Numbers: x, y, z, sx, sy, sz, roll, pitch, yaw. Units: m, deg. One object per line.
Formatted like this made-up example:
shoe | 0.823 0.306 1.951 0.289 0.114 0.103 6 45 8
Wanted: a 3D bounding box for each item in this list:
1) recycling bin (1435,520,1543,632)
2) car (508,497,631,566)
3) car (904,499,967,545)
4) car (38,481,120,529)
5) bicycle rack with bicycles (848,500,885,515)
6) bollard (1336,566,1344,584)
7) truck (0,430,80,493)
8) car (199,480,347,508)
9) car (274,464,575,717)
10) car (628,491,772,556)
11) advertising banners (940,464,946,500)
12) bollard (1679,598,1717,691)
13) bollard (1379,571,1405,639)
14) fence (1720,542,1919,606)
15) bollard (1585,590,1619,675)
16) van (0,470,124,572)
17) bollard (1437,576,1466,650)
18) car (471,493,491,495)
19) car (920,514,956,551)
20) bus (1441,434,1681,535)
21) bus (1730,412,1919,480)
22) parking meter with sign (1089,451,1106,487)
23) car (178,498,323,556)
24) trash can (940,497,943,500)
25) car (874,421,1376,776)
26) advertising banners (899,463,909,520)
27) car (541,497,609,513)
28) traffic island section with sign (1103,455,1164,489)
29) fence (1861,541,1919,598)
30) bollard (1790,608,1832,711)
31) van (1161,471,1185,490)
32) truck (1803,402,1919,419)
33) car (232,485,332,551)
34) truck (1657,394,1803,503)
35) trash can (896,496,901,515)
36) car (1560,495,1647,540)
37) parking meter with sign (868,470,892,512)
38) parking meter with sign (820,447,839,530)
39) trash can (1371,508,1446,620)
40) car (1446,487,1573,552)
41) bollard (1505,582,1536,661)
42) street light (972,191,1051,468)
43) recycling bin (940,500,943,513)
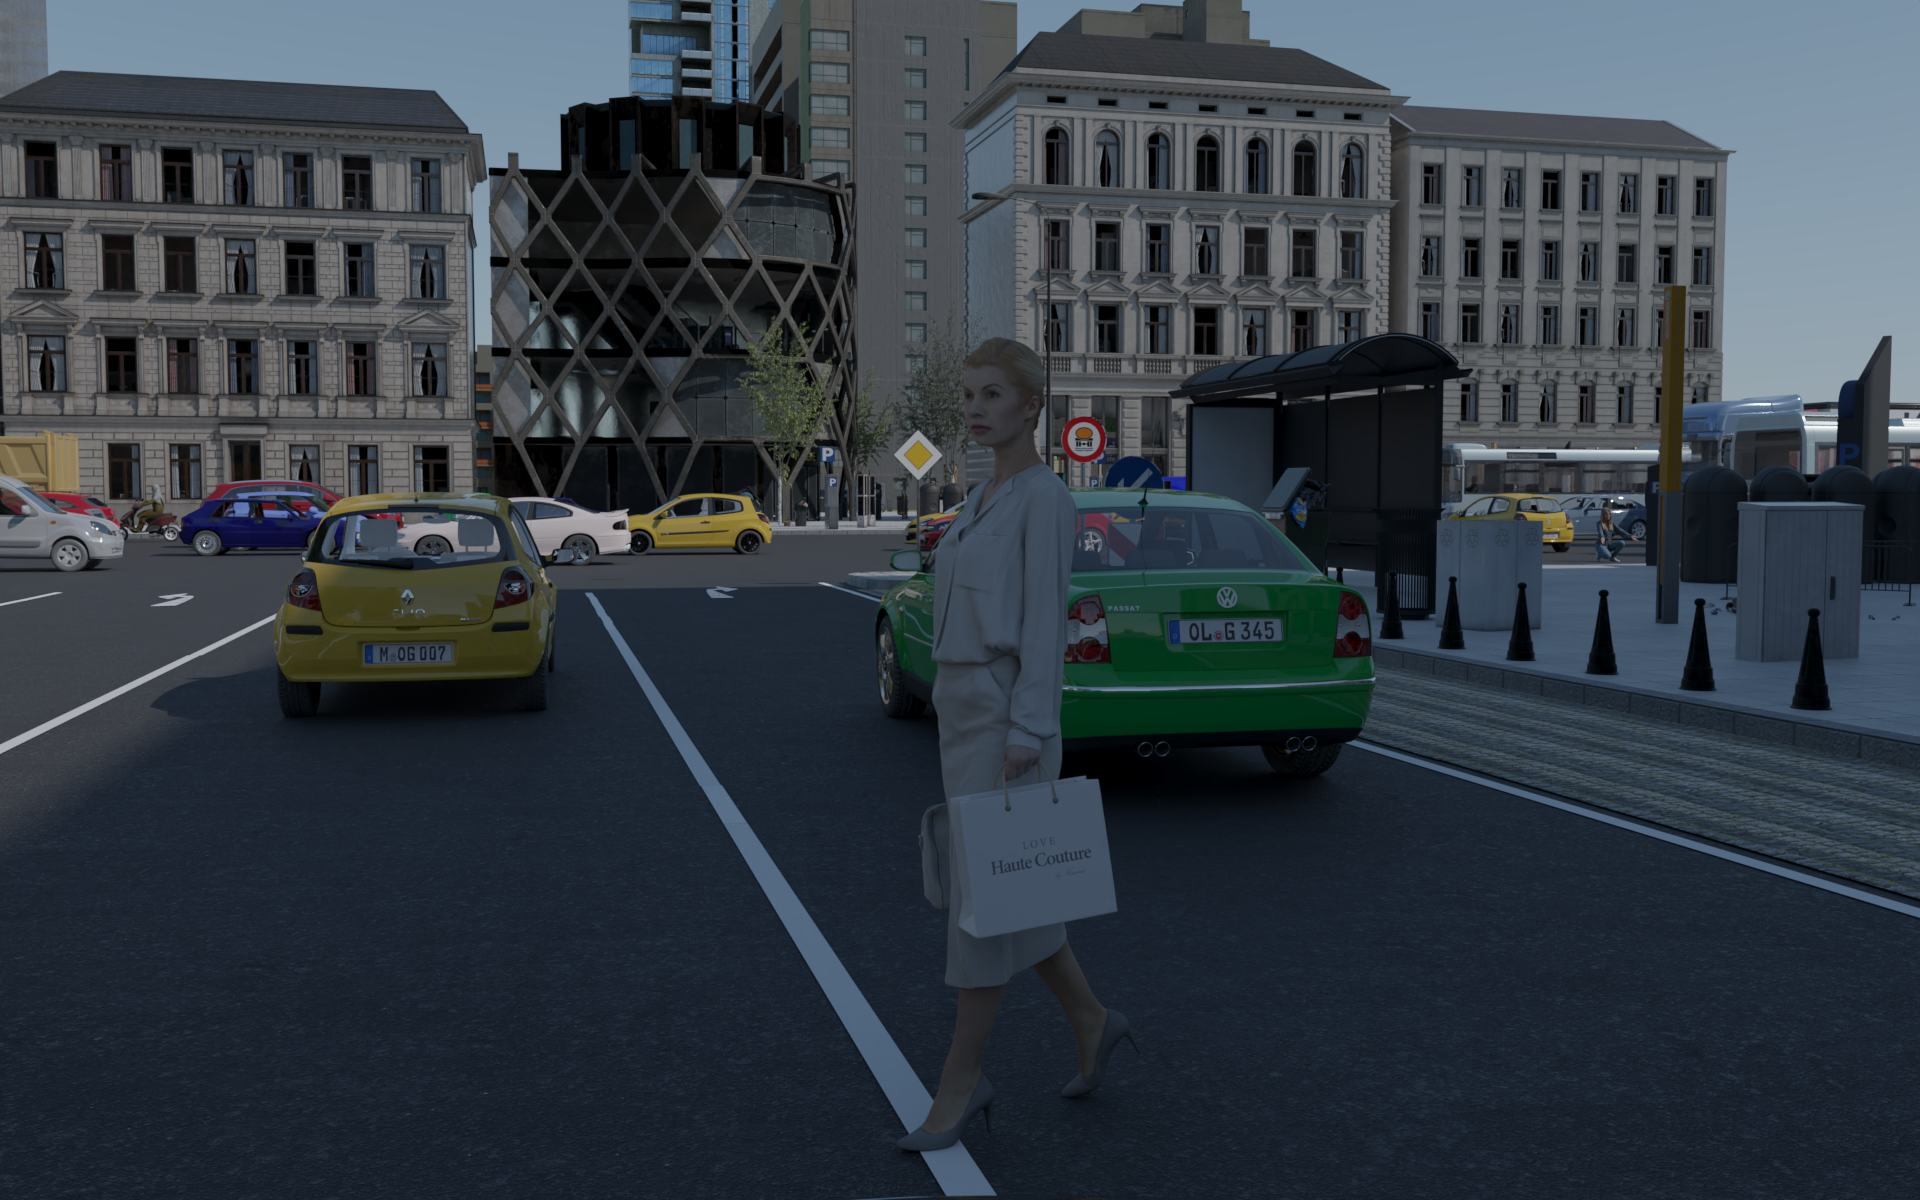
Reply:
recycling bin | 5.059 -0.246 16.568 0.722 1.027 0.722 -2 4 -26
car | -9.111 -1.387 35.042 4.827 1.381 2.083 -1 4 -15
car | 0.565 -2.072 44.095 3.980 1.641 2.015 -1 4 -12
car | -23.119 -2.047 42.511 4.494 1.783 2.155 -1 4 -13
bicycle rack with bicycles | -6.794 -6.295 116.307 2.925 0.926 2.852 1 4 22
bollard | 3.586 -0.020 16.372 0.229 0.601 0.229 0 3 0
truck | -29.418 -3.112 46.811 9.791 3.379 3.469 -1 4 -13
car | -17.883 -2.351 47.109 5.304 1.827 2.281 -1 4 -15
car | -3.854 -0.151 12.692 2.015 1.641 3.980 -1 4 -12
car | -6.505 -1.901 41.305 3.980 1.641 2.015 -1 4 -14
advertising banners | -1.115 -6.457 101.766 0.090 3.025 2.074 -1 4 -18
bollard | 4.843 0.287 11.350 0.229 0.601 0.229 0 3 0
bollard | 3.837 0.041 15.376 0.229 0.601 0.229 0 3 0
fence | 10.132 -0.313 20.487 2.069 0.683 0.278 3 4 36
bollard | 4.587 0.225 12.356 0.229 0.601 0.229 0 3 0
van | -17.832 -1.540 32.198 4.112 2.044 2.013 -1 4 -16
bollard | 4.086 0.102 14.373 0.229 0.601 0.229 0 3 0
car | -14.205 -2.529 50.146 1.959 1.807 4.718 -1 4 -12
car | 1.288 -1.824 38.865 4.494 1.783 2.155 -1 4 -14
bus | 21.843 -4.035 60.836 13.247 3.499 2.948 -1 4 -12
bus | 24.869 -2.826 41.070 13.247 3.499 2.948 -1 4 -13
parking meter with sign | 5.373 -4.442 68.886 0.543 3.016 1.738 1 4 15
car | -16.247 -1.731 40.890 3.894 1.354 1.945 -1 4 -13
trash can | -0.684 -4.775 89.730 0.748 1.137 0.748 0 3 0
car | 0.681 -0.071 9.960 1.959 1.807 4.718 -1 4 -13
advertising banners | -2.847 -5.572 87.287 0.090 3.025 2.074 1 4 10
car | -12.849 -2.656 56.006 3.894 1.354 1.945 -1 4 -12
traffic island section with sign | 1.508 -0.607 18.553 1.989 1.847 2.006 -1 4 -14
fence | 12.410 -0.407 22.023 2.069 0.683 0.278 1 4 15
bollard | 5.094 0.348 10.349 0.229 0.601 0.229 0 3 0
van | 7.546 -3.396 59.907 5.245 2.365 2.240 -1 4 -15
truck | 28.176 -3.992 54.176 11.283 4.237 2.839 -1 4 -14
car | -16.921 -2.125 44.338 3.694 1.707 1.945 -1 4 -13
truck | 27.913 -3.631 49.123 18.799 4.110 2.967 -1 4 -15
trash can | -3.516 -5.712 105.041 0.748 1.137 0.748 0 3 0
car | 19.719 -2.595 54.435 4.499 1.417 2.014 -1 4 -16
parking meter with sign | -5.787 -7.915 125.674 1.738 3.016 0.543 -1 4 -9
parking meter with sign | -4.724 -4.102 63.330 0.543 3.016 1.738 -1 4 -12
trash can | 4.595 -0.375 17.784 0.748 1.137 0.748 0 3 0
car | 13.749 -2.054 43.803 2.015 1.641 3.980 -1 4 -15
bollard | 4.336 0.163 13.374 0.229 0.601 0.229 0 3 0
street light | 0.855 -3.323 26.873 1.470 5.913 1.316 -1 4 -14
recycling bin | -0.952 -3.658 72.362 0.722 1.027 0.722 -1 4 -9
